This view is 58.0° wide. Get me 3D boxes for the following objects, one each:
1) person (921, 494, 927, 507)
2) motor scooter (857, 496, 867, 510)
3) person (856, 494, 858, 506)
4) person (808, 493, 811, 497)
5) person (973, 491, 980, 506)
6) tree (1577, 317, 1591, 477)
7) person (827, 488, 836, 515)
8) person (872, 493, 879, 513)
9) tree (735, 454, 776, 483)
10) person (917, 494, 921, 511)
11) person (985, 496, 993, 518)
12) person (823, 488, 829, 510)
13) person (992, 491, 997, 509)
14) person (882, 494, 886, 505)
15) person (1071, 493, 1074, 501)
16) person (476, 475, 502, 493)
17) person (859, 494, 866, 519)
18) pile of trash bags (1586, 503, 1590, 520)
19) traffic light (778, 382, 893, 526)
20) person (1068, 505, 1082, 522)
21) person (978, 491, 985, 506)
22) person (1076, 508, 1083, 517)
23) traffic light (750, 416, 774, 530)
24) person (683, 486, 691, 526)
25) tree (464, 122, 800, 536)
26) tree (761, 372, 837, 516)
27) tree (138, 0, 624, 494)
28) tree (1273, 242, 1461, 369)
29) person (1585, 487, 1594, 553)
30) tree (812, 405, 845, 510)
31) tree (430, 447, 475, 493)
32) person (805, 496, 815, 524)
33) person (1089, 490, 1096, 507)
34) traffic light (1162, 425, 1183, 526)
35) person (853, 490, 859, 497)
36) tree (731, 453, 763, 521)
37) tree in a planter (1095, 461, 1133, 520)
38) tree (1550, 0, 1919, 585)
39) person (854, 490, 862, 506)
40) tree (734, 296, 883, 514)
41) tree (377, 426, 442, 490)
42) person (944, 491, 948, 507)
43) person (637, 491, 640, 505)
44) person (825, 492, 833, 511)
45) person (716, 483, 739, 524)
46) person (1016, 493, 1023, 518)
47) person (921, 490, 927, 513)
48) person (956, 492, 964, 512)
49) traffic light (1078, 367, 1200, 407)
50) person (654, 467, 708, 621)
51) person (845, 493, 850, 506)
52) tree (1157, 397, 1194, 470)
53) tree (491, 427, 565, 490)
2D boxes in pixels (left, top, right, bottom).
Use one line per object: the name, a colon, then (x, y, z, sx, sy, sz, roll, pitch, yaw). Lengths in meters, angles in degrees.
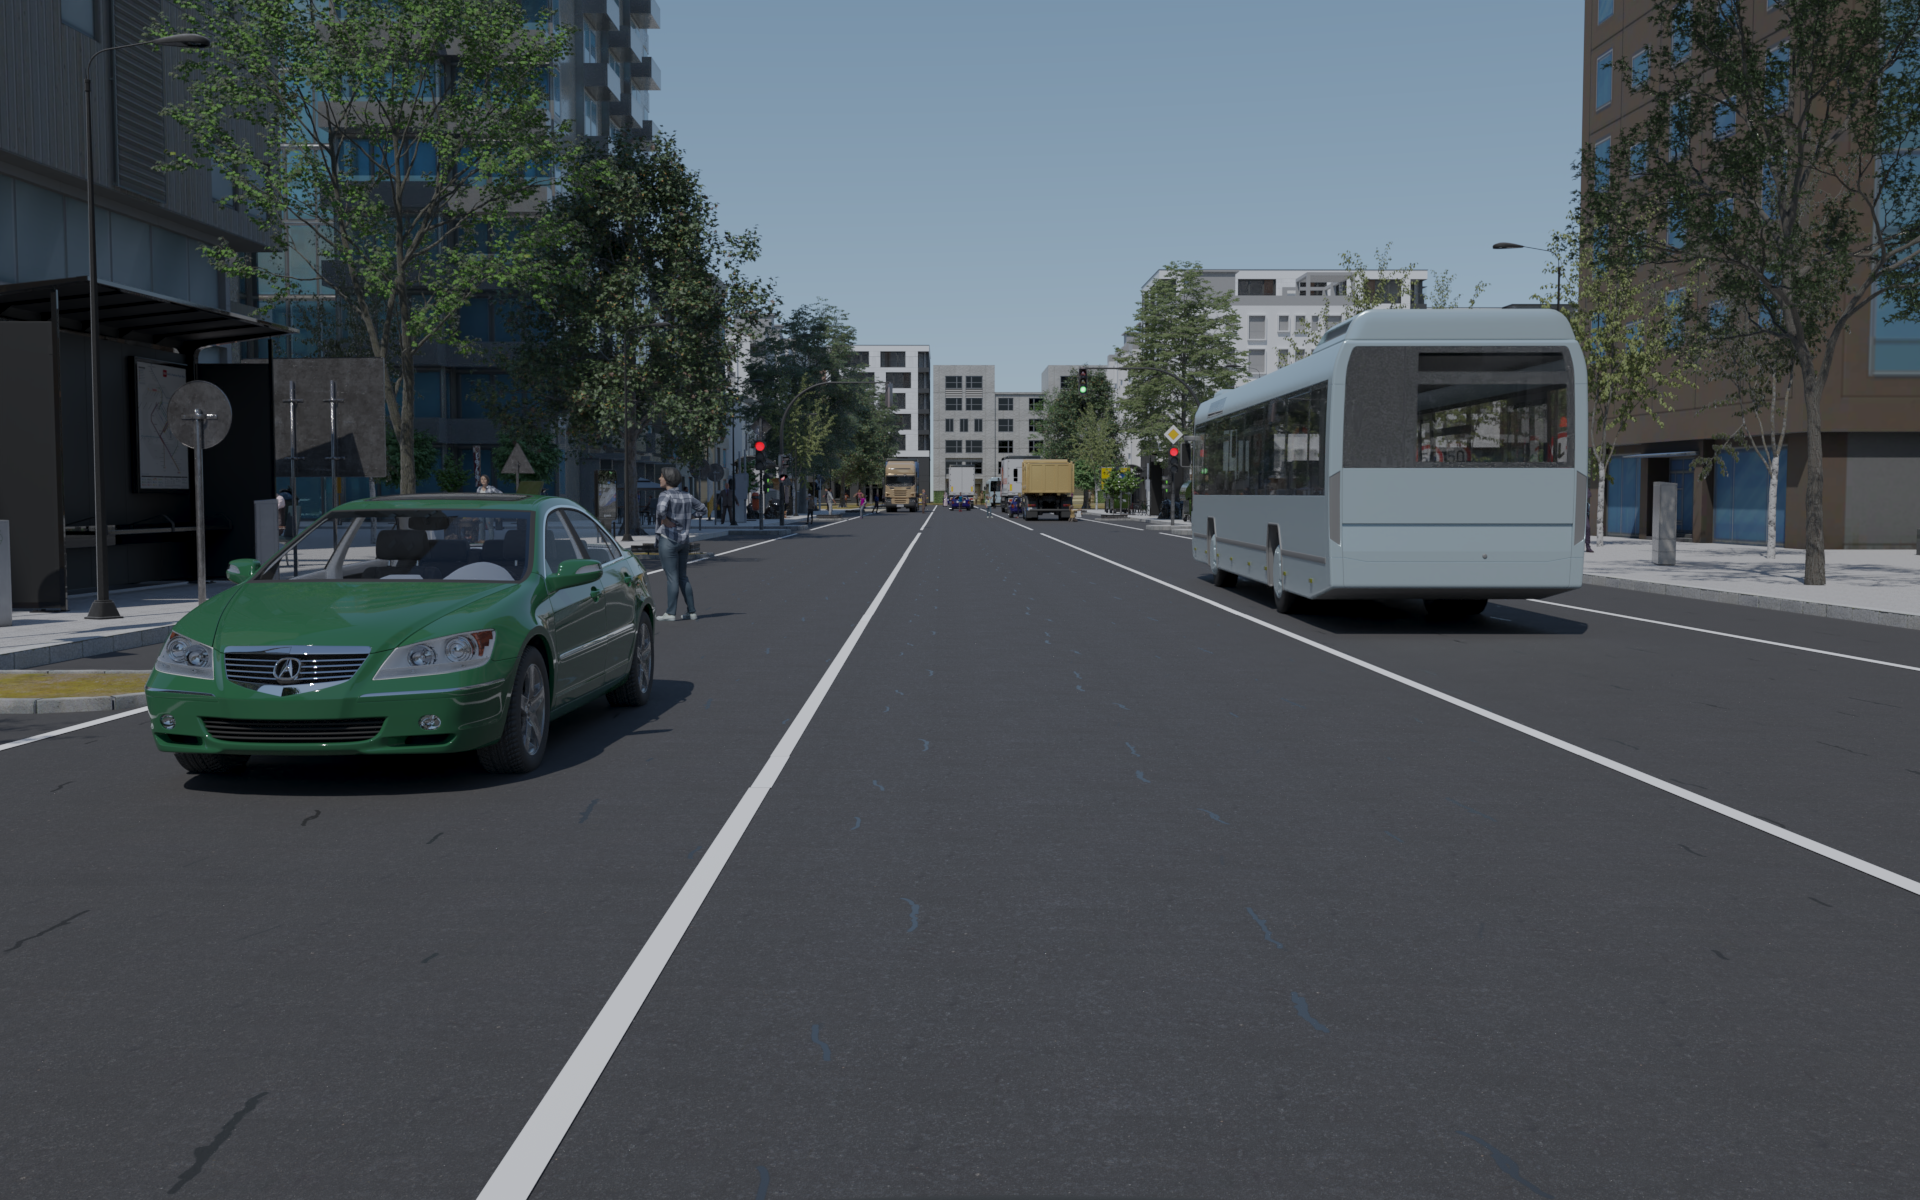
person: (-3.962, -11.168, 194.280, 0.799, 1.438, 0.628, 1, 4, 15)
motor scooter: (-7.871, -7.765, 139.738, 0.815, 1.314, 1.986, 0, 4, 1)
person: (-11.413, -11.248, 193.200, 0.557, 1.426, 1.065, -2, 4, -31)
person: (-16.588, -11.134, 191.280, 0.799, 1.438, 0.628, 2, 4, 30)
person: (1.943, -12.109, 206.492, 1.348, 1.824, 0.705, -3, 5, -44)
tree: (38.417, -11.328, 103.335, 7.486, 12.596, 7.792, 0, 3, 0)
person: (-7.701, -5.825, 103.882, 0.789, 1.805, 0.875, -1, 4, -19)
person: (-6.167, -7.157, 128.213, 0.574, 1.496, 0.600, -3, 5, -40)
tree: (-16.997, -9.784, 143.677, 4.285, 4.588, 4.351, 0, 3, 0)
person: (-3.756, -8.671, 150.788, 0.721, 1.766, 1.217, -2, 4, -35)
person: (1.756, -5.616, 104.235, 0.435, 1.345, 0.340, -1, 4, -20)
person: (-10.793, -8.151, 139.759, 0.568, 1.767, 0.683, -2, 4, -26)
person: (3.339, -9.936, 171.669, 0.721, 1.735, 1.217, 3, 4, 36)
person: (-8.629, -11.257, 195.735, 0.628, 1.438, 0.799, -3, 5, -41)
person: (14.246, -13.004, 219.332, 0.721, 1.739, 1.217, 1, 4, 21)
person: (-11.179, -2.088, 40.910, 0.841, 1.734, 0.376, 2, 4, 31)
person: (-5.786, -5.480, 101.332, 0.726, 1.435, 0.776, 3, 4, 38)
pile of trash bags: (22.162, -3.181, 61.762, 3.447, 1.369, 1.912, -3, 5, -40)
traffic light: (-5.097, -5.837, 70.098, 4.771, 5.953, 1.251, 0, 4, -1)
person: (5.907, -4.452, 89.221, 0.695, 0.859, 0.347, -2, 4, -35)
person: (2.772, -12.698, 216.212, 1.348, 1.812, 0.705, -1, 4, -12)
person: (7.396, -5.401, 107.286, 0.381, 0.543, 0.357, 1, 4, 12)
traffic light: (-7.114, -4.473, 62.059, 0.839, 4.253, 0.868, 0, 4, -1)
person: (-10.981, -3.763, 69.531, 0.435, 1.587, 0.963, -1, 4, -21)
tree: (-10.222, -8.352, 53.571, 9.611, 12.733, 9.660, 0, 3, 0)
tree: (-9.691, -9.340, 103.063, 4.737, 8.622, 4.395, 0, 3, 0)
tree: (-10.114, -6.432, 30.923, 9.928, 11.665, 9.643, 0, 3, 0)
tree: (11.608, -6.151, 50.929, 4.737, 8.622, 4.395, 0, 3, 0)
person: (13.567, -1.926, 37.988, 0.683, 1.767, 0.568, 1, 4, 21)
tree: (-10.795, -11.335, 135.697, 4.360, 8.622, 3.978, 0, 3, 0)
tree: (-20.975, -4.680, 71.115, 1.663, 3.219, 1.824, 0, 3, 0)
person: (-7.135, -4.272, 82.258, 0.340, 1.345, 0.435, 3, 5, 44)
person: (13.070, -10.335, 175.023, 1.348, 1.824, 0.705, -2, 4, -26)
traffic light: (8.612, -4.972, 70.206, 0.839, 4.253, 0.868, 0, 4, -1)
person: (-11.572, -11.658, 197.369, 1.217, 1.735, 0.721, -1, 4, -10)
tree: (-10.113, -5.389, 82.718, 1.663, 3.219, 1.824, 0, 3, 0)
tree in a planter: (8.417, -5.973, 94.888, 1.991, 3.239, 1.994, 0, 4, -1)
tree: (12.293, -5.502, 24.362, 8.767, 10.594, 7.601, 3, 4, 39)
person: (-10.556, -10.717, 181.986, 1.217, 1.743, 0.721, 1, 4, 9)
tree: (-10.345, -12.629, 113.144, 9.857, 13.997, 8.962, 0, 3, 0)
tree: (-24.117, -5.578, 74.911, 4.285, 4.588, 4.351, 0, 3, 0)
person: (-1.638, -11.351, 194.759, 0.621, 1.740, 0.551, -2, 4, -35)
person: (-15.428, -4.572, 82.862, 0.319, 1.574, 0.516, 0, 4, -2)
person: (-9.943, -7.688, 132.445, 0.576, 1.737, 0.504, -3, 5, -45)
person: (-9.862, -4.093, 73.519, 0.990, 1.755, 0.434, -1, 4, -10)
person: (3.572, -5.584, 102.335, 0.613, 1.512, 0.480, -1, 4, -11)
person: (-2.640, -7.290, 128.243, 0.434, 1.755, 0.990, 0, 4, -2)
person: (-0.020, -8.009, 141.312, 0.647, 1.594, 0.662, -1, 4, -17)
traffic light: (6.596, -5.345, 62.060, 4.771, 5.953, 1.251, 0, 4, -1)
person: (-3.215, -0.635, 19.601, 0.376, 1.734, 0.841, 2, 4, 34)
person: (-12.239, -10.774, 185.464, 1.065, 1.426, 0.557, 1, 4, 17)
tree: (15.675, -10.243, 117.842, 4.737, 8.622, 4.395, 0, 3, 0)
tree: (-18.648, -5.555, 74.540, 4.285, 4.588, 4.351, 0, 3, 0)
